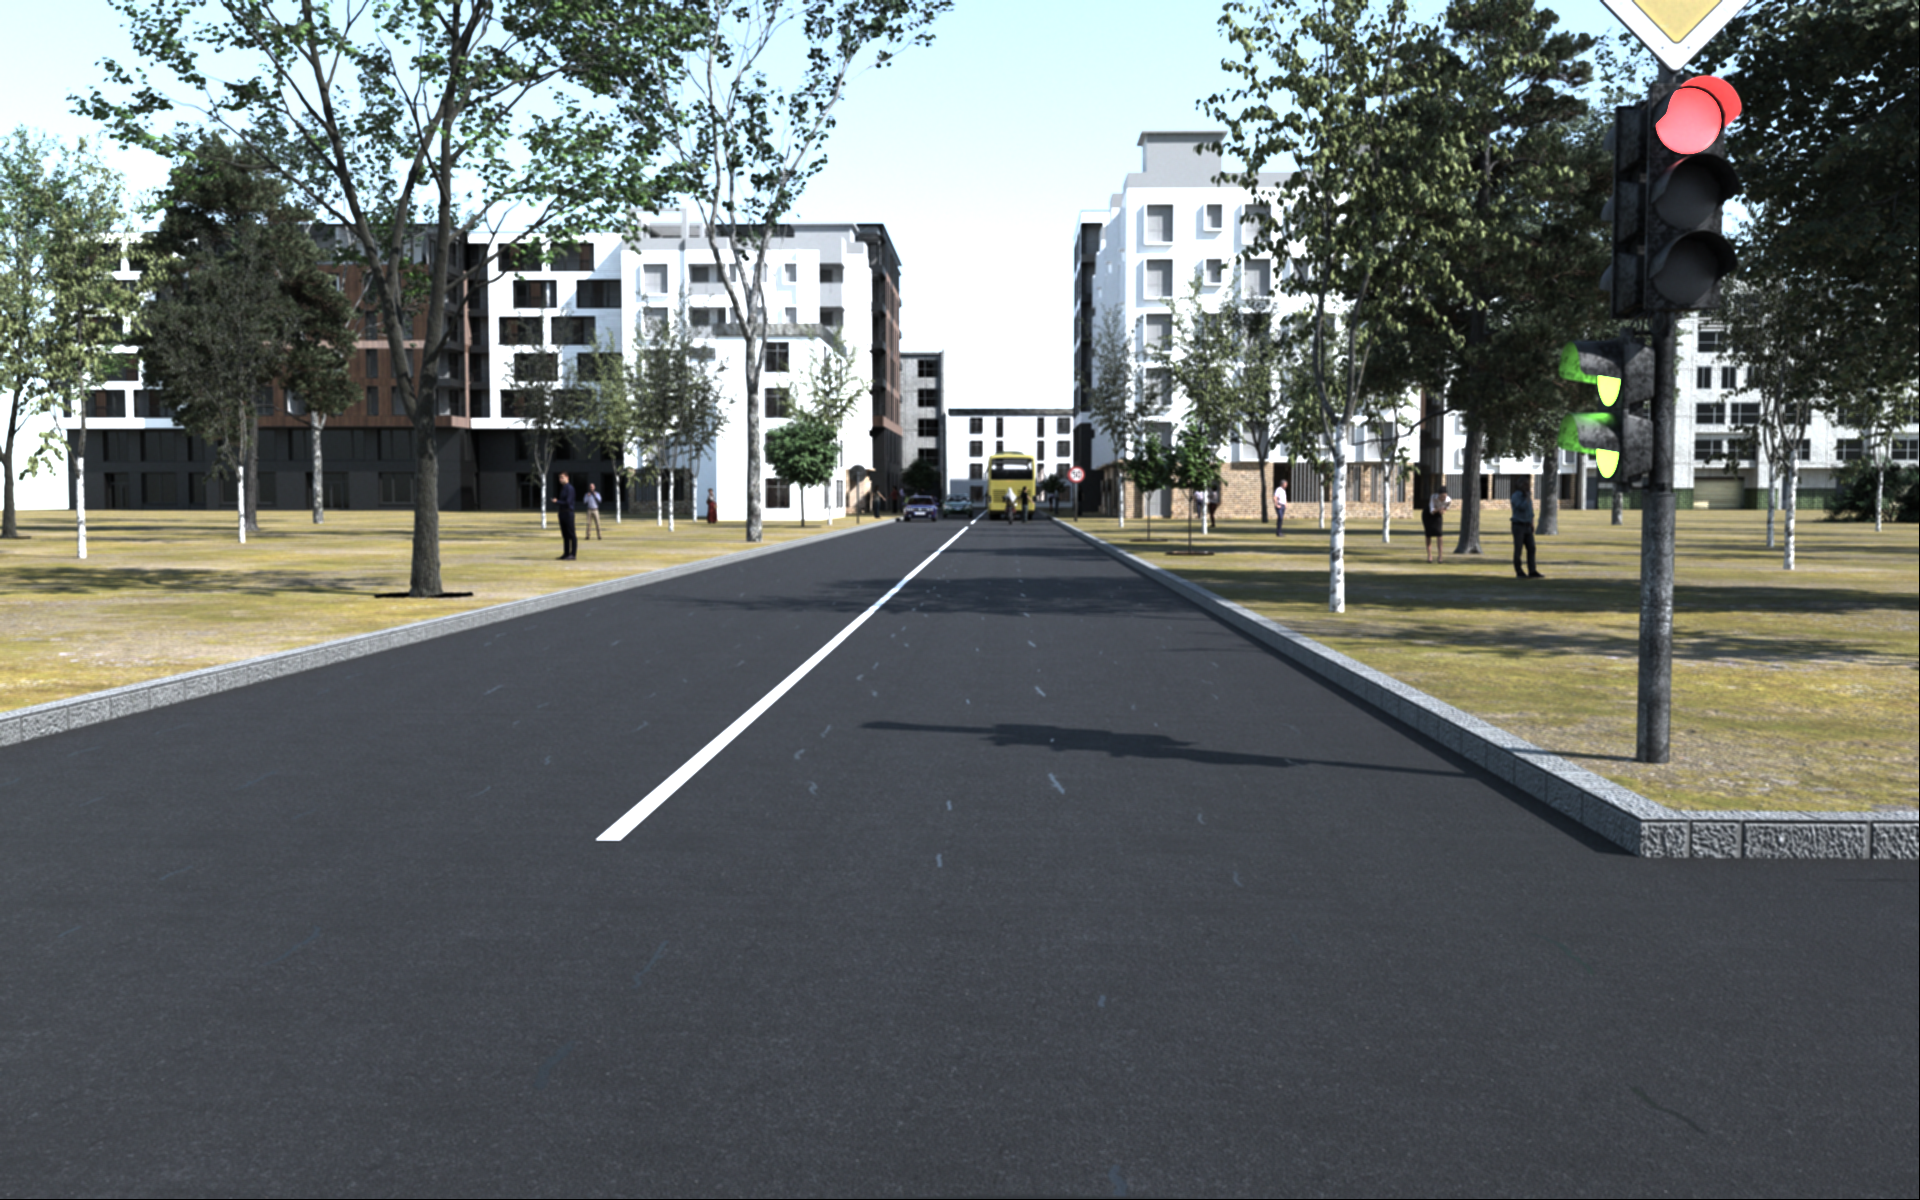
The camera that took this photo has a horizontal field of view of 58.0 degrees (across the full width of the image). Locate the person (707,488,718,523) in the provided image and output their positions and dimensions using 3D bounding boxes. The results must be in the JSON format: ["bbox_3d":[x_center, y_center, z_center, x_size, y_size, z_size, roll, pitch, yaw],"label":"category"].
[{"bbox_3d":[-10.842,-4.108,75.676,0.387,1.526,0.523,2,4,29],"label":"person"}]

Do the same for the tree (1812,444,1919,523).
[{"bbox_3d":[48.177,-10.602,75.166,18.604,14.587,13.155,0,4,3],"label":"tree"}]

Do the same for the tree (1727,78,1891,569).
[{"bbox_3d":[14.306,-4.840,29.504,4.360,8.622,3.978,0,3,0],"label":"tree"}]

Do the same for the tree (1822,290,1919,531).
[{"bbox_3d":[31.652,-6.672,59.455,4.737,8.622,4.395,0,3,0],"label":"tree"}]

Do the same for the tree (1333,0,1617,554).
[{"bbox_3d":[11.090,-7.037,37.103,6.751,12.117,7.091,0,3,0],"label":"tree"}]

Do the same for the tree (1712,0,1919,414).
[{"bbox_3d":[12.409,-6.859,18.806,9.857,13.997,8.962,0,3,0],"label":"tree"}]

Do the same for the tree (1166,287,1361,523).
[{"bbox_3d":[13.611,-8.737,77.270,8.767,10.594,7.601,0,4,-2],"label":"tree"}]

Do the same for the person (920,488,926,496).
[{"bbox_3d":[-2.974,-7.973,136.853,0.568,1.767,0.683,-1,4,-20],"label":"person"}]

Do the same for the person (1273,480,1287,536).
[{"bbox_3d":[9.788,-2.791,52.607,0.436,1.711,0.756,3,5,44],"label":"person"}]

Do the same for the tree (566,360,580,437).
[{"bbox_3d":[-15.140,-7.666,75.705,4.737,8.622,4.395,0,3,0],"label":"tree"}]

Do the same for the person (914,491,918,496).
[{"bbox_3d":[-4.141,-9.550,165.588,0.436,1.711,0.756,-3,4,-36],"label":"person"}]

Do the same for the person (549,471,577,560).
[{"bbox_3d":[-7.722,-1.649,33.712,0.504,1.737,0.576,-3,5,-42],"label":"person"}]

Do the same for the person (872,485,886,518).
[{"bbox_3d":[-4.338,-5.209,91.923,0.721,1.735,1.217,-3,4,-37],"label":"person"}]

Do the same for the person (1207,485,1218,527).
[{"bbox_3d":[9.770,-3.664,67.416,0.517,1.644,0.566,0,4,-2],"label":"person"}]

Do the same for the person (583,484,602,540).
[{"bbox_3d":[-10.325,-2.485,48.729,0.516,1.574,0.319,0,4,3],"label":"person"}]

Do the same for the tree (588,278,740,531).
[{"bbox_3d":[-9.930,-6.687,59.692,4.360,8.622,3.978,0,3,0],"label":"tree"}]

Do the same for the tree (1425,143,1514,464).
[{"bbox_3d":[18.612,-9.042,54.500,9.857,13.997,8.962,0,3,0],"label":"tree"}]

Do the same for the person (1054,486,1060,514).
[{"bbox_3d":[6.213,-6.392,110.629,0.705,1.814,1.350,0,4,-3],"label":"person"}]

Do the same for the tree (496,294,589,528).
[{"bbox_3d":[-15.443,-6.998,64.774,4.360,8.622,3.978,0,3,0],"label":"tree"}]

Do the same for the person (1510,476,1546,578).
[{"bbox_3d":[8.589,-1.105,26.326,0.499,1.552,0.429,-1,4,-11],"label":"person"}]

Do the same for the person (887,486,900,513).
[{"bbox_3d":[-4.350,-6.654,114.780,0.705,1.831,1.348,3,4,37],"label":"person"}]

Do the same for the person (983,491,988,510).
[{"bbox_3d":[2.602,-9.267,160.543,1.217,1.766,0.721,-3,4,-36],"label":"person"}]

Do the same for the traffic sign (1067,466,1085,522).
[{"bbox_3d":[5.403,-4.966,81.307,0.768,2.556,0.104,0,4,2],"label":"traffic sign"}]

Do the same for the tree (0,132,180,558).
[{"bbox_3d":[-17.882,-5.146,34.501,4.737,8.622,4.395,0,3,0],"label":"tree"}]

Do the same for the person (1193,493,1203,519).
[{"bbox_3d":[12.303,-4.995,88.646,0.756,1.711,0.436,2,4,27],"label":"person"}]

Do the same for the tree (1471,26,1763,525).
[{"bbox_3d":[26.319,-13.153,70.941,12.611,20.169,13.585,0,3,0],"label":"tree"}]

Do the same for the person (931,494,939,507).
[{"bbox_3d":[-1.848,-7.023,126.551,0.697,1.427,0.421,-3,4,-38],"label":"person"}]

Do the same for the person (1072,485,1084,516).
[{"bbox_3d":[6.986,-5.861,101.879,0.705,1.822,1.348,-2,4,-26],"label":"person"}]

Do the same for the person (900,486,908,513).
[{"bbox_3d":[-3.809,-6.862,118.103,0.599,1.838,0.709,-1,4,-12],"label":"person"}]

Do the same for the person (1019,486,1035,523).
[{"bbox_3d":[3.237,-4.721,85.709,0.705,1.822,1.348,-2,4,-31],"label":"person"}]

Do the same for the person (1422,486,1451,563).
[{"bbox_3d":[8.844,-1.400,32.123,0.628,1.438,0.799,-2,4,-34],"label":"person"}]

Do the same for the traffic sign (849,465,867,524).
[{"bbox_3d":[-4.422,-4.581,75.009,0.768,2.556,0.104,0,4,3],"label":"traffic sign"}]

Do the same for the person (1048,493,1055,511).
[{"bbox_3d":[6.828,-7.244,127.717,0.697,1.427,0.421,-2,4,-32],"label":"person"}]
